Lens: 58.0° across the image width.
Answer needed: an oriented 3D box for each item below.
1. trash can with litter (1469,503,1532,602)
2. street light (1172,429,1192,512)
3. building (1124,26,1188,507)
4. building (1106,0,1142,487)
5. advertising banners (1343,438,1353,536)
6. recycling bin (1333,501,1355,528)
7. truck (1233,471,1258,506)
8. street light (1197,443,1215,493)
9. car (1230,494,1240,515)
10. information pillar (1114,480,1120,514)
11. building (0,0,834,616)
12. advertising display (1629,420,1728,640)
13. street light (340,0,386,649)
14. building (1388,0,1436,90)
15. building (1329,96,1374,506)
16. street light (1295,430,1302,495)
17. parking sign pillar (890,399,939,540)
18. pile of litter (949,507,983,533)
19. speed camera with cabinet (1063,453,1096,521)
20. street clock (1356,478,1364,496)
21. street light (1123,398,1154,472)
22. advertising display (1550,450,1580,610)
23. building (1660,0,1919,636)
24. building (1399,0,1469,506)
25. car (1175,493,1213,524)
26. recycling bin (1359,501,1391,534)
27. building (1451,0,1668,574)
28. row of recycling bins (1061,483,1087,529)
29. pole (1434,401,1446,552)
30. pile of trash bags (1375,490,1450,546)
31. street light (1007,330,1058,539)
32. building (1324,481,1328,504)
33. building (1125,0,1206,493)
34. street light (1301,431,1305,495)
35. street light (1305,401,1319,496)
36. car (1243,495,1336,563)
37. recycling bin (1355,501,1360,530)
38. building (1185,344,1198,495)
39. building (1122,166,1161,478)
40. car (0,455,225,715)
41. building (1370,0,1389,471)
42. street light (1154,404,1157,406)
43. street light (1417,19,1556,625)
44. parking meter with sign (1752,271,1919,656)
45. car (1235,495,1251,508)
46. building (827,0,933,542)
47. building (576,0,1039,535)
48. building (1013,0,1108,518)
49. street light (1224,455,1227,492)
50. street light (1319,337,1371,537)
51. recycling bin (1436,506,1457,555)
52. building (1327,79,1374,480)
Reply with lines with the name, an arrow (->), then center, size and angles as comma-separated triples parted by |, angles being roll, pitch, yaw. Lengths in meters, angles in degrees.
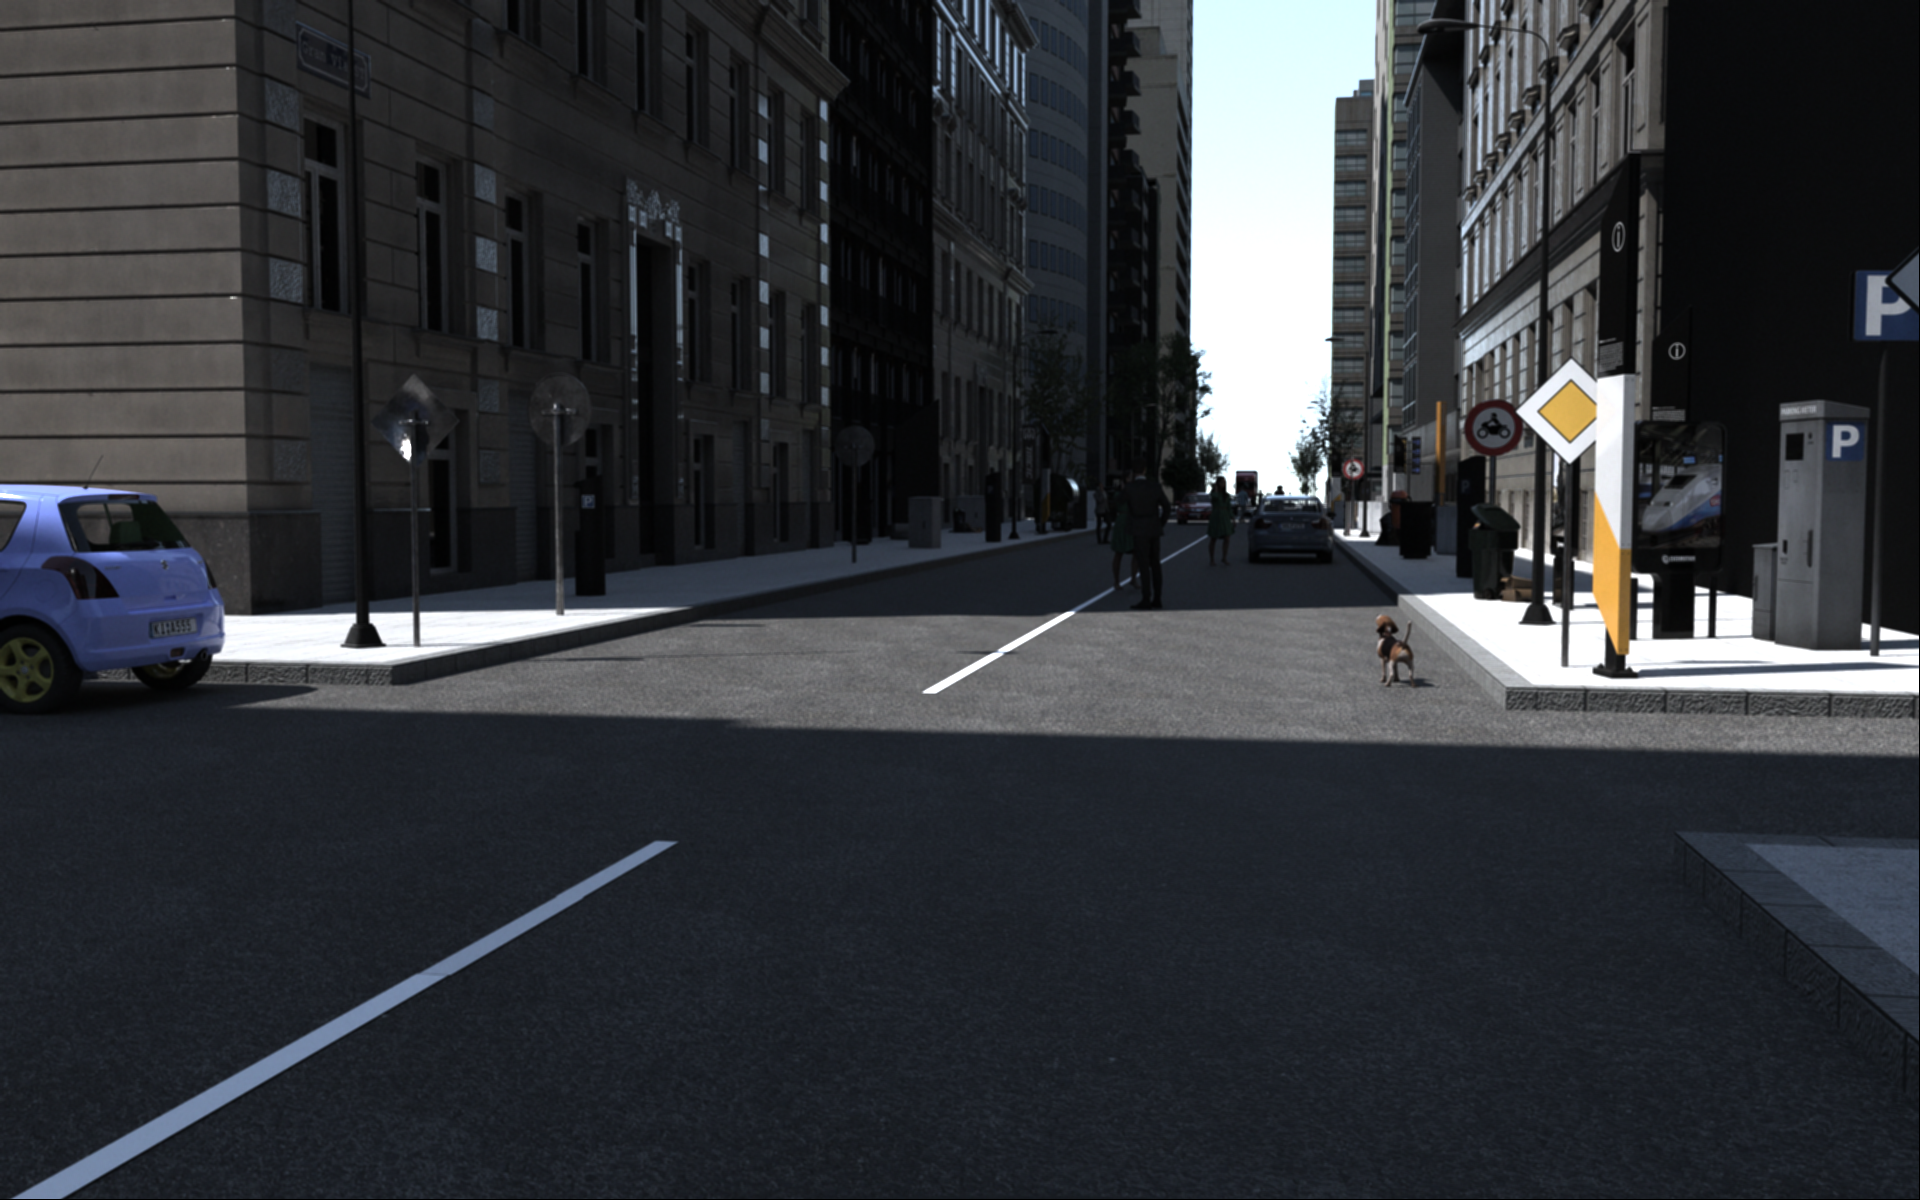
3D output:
trash can with litter -> 6.643, -0.584, 20.936 | 0.624, 1.170, 1.055 | -1, 4, -22
street light -> 15.893, -9.270, 124.105 | 1.470, 5.913, 1.316 | 1, 4, 10
building -> 13.083, -34.385, 185.901 | 21.300, 48.544, 21.600 | 1, 4, 10
building -> 2.136, -29.223, 132.416 | 22.147, 44.769, 28.867 | 1, 4, 10
advertising banners -> 12.052, -3.515, 53.659 | 0.090, 3.025, 2.074 | 1, 4, 19
recycling bin -> 14.602, -3.247, 65.643 | 0.722, 1.027, 0.722 | 2, 4, 29
truck -> 34.511, -13.436, 208.599 | 2.839, 4.237, 11.283 | 1, 4, 11
street light -> 22.334, -11.370, 158.443 | 1.470, 5.913, 1.316 | 1, 4, 10
car -> 18.076, -6.623, 118.080 | 2.009, 1.686, 4.222 | 1, 4, 9
information pillar -> 7.961, -5.078, 87.516 | 0.304, 2.012, 0.304 | -3, 5, -40
building -> -10.804, -14.255, 30.327 | 12.463, 27.353, 25.104 | 1, 4, 10
advertising display -> 6.326, -0.617, 15.306 | 0.974, 1.923, 0.123 | -1, 4, -18
street light -> -4.486, -2.553, 14.276 | 1.470, 5.913, 1.316 | 1, 4, 10
building -> 31.235, -25.338, 97.863 | 14.154, 41.232, 14.086 | 1, 4, 10
building -> 45.863, -30.393, 180.514 | 14.154, 41.232, 14.086 | 1, 4, 10
street light -> 25.340, -9.411, 126.416 | 1.470, 5.913, 1.316 | 1, 4, 10
parking sign pillar -> -1.264, -3.704, 49.027 | 1.447, 3.967, 1.447 | -1, 4, -16
pile of litter -> 0.200, -2.697, 58.062 | 1.176, 0.858, 1.719 | 0, 4, 3
speed camera with cabinet -> 5.550, -5.467, 83.722 | 2.038, 3.252, 0.660 | -1, 4, -22
street clock -> 18.264, -4.536, 78.736 | 0.471, 2.002, 0.358 | -1, 4, -9
street light -> 8.457, -6.797, 83.669 | 1.470, 5.913, 1.316 | 1, 4, 10
advertising display -> 6.822, -0.877, 19.545 | 0.123, 1.923, 0.974 | 0, 4, 8
building -> 17.402, -11.557, 18.636 | 15.834, 23.373, 12.332 | 1, 4, 10
building -> 25.951, -15.299, 69.207 | 14.314, 24.678, 30.058 | 1, 4, 10
car -> 11.406, -4.509, 82.755 | 2.155, 1.783, 4.494 | 1, 4, 12
recycling bin -> 13.528, -2.667, 56.156 | 0.722, 1.027, 0.722 | 3, 5, 41
building -> 20.579, -12.627, 39.741 | 16.112, 22.955, 30.059 | 1, 4, 10
row of recycling bins -> 4.316, -3.559, 65.310 | 1.069, 1.692, 3.534 | 0, 4, 1
pole -> 10.613, -2.717, 38.265 | 0.158, 3.312, 0.155 | 0, 3, 0
pile of trash bags -> 11.221, -2.034, 43.013 | 1.912, 1.369, 3.447 | 2, 4, 25
street light -> 2.071, -4.685, 49.134 | 1.470, 5.913, 1.316 | 1, 4, 10
building -> 64.676, -32.750, 227.338 | 32.217, 40.220, 23.993 | 1, 4, 10
building -> 23.003, -48.678, 234.136 | 20.563, 71.187, 20.611 | 1, 4, 10
street light -> 19.039, -7.306, 91.989 | 1.470, 5.913, 1.316 | 1, 4, 10
street light -> 18.097, -6.961, 86.355 | 1.470, 5.913, 1.316 | 1, 4, 10
car -> 7.111, -1.552, 37.385 | 2.014, 1.417, 4.499 | 1, 4, 10
recycling bin -> 14.525, -2.979, 61.262 | 0.722, 1.027, 0.722 | 2, 4, 29
building -> 14.532, -22.449, 212.088 | 27.650, 21.520, 28.899 | 1, 4, 10
building -> 10.167, -23.332, 153.182 | 14.160, 30.474, 14.107 | 1, 4, 10
car -> -7.189, -0.159, 12.199 | 3.694, 1.707, 1.945 | 1, 4, 9
building -> 42.279, -32.267, 116.802 | 28.713, 52.752, 27.495 | 1, 4, 10
street light -> 9.487, -7.161, 89.629 | 1.470, 5.913, 1.316 | 1, 4, 10
street light -> 5.171, -2.721, 17.030 | 1.470, 5.913, 1.316 | 1, 4, 10
parking meter with sign -> 7.209, -1.112, 14.443 | 0.543, 3.016, 1.738 | 0, 4, -2
car -> 29.184, -10.247, 179.893 | 2.083, 1.381, 4.827 | 1, 4, 10
building -> -8.382, -13.523, 50.778 | 12.332, 23.373, 15.834 | 1, 4, 10
building -> -4.652, -16.728, 70.767 | 12.463, 27.353, 25.104 | 1, 4, 10
building -> -2.985, -34.368, 103.913 | 21.231, 58.520, 28.212 | 1, 4, 10
street light -> 31.325, -14.373, 207.545 | 1.470, 5.913, 1.316 | 1, 4, 10
street light -> 11.493, -4.823, 51.390 | 1.470, 5.913, 1.316 | 1, 4, 10
recycling bin -> 10.592, -1.474, 36.658 | 0.722, 1.027, 0.722 | -2, 4, -25
building -> 55.219, -35.569, 201.155 | 23.786, 49.044, 30.456 | 1, 4, 10
